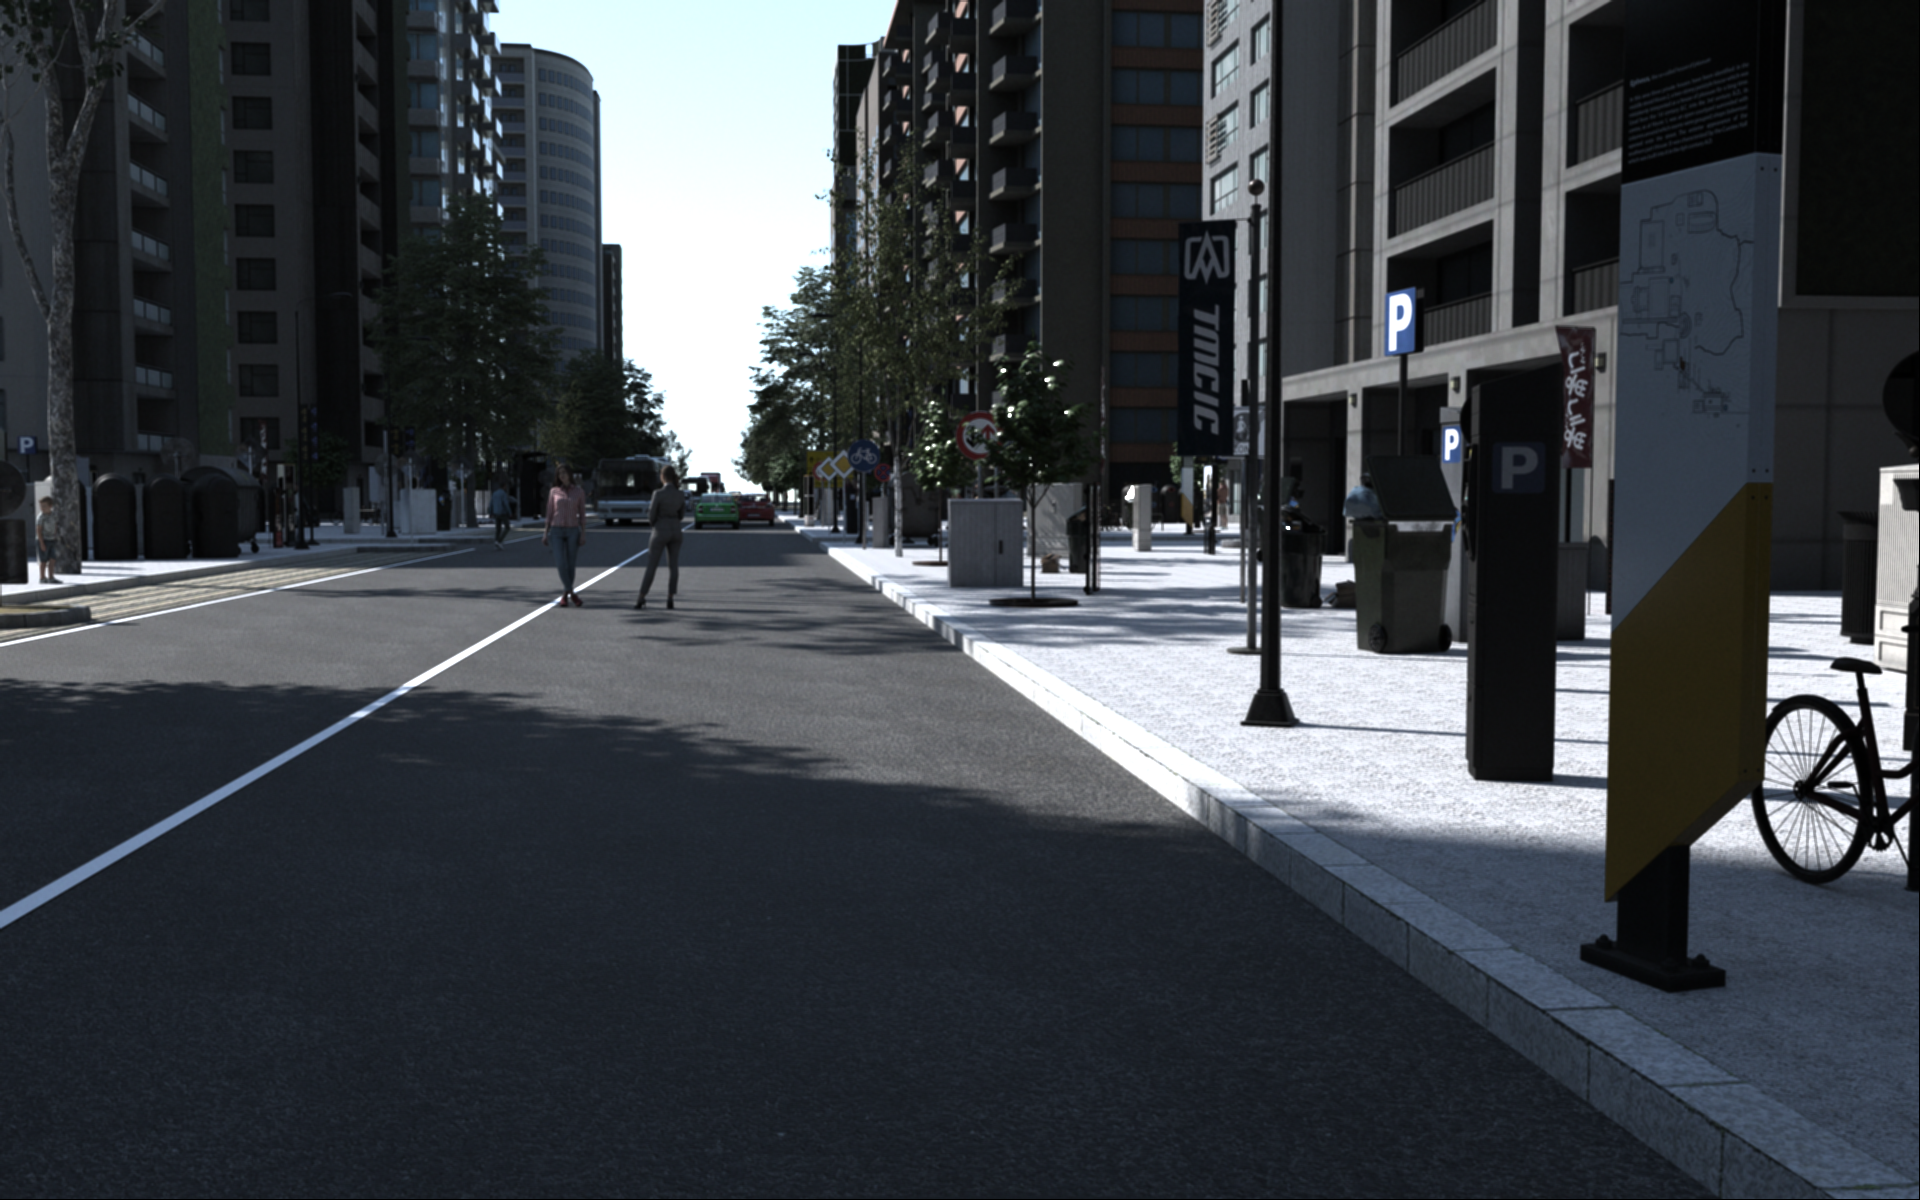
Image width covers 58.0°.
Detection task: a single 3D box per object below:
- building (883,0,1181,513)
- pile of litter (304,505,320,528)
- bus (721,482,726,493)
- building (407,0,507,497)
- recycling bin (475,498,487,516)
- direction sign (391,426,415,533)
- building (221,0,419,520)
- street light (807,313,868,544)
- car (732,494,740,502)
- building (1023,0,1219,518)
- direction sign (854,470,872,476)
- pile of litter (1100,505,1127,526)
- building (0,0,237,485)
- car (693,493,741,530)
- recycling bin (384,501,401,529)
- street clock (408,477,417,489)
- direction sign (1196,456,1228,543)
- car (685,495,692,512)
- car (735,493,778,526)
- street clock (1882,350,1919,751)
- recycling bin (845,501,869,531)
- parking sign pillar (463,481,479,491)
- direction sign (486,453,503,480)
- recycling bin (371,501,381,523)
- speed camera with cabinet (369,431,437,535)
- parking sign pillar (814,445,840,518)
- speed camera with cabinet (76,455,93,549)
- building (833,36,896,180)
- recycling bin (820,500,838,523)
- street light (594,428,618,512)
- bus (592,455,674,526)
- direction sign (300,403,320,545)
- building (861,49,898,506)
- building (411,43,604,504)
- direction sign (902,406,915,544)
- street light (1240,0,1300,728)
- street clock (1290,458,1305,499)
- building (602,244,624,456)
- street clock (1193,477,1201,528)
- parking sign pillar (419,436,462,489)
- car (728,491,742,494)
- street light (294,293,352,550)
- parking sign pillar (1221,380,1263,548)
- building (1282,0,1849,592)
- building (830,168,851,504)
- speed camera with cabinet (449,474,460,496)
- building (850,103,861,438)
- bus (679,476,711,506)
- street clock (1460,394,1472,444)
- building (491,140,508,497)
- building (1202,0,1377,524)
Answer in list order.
[{"bbox_3d":[4.742,-30.459,152.624,22.147,44.769,28.867,0,4,-7],"label":"building"},{"bbox_3d":[-25.400,-3.254,67.172,1.176,0.858,1.719,0,4,1],"label":"pile of litter"},{"bbox_3d":[-36.781,-16.305,261.450,2.948,3.499,13.247,0,4,-6],"label":"bus"},{"bbox_3d":[-48.889,-31.704,137.968,23.786,49.044,30.456,0,4,-7],"label":"building"},{"bbox_3d":[-28.585,-5.532,102.998,0.722,1.027,0.722,-3,5,-40],"label":"recycling bin"},{"bbox_3d":[-18.530,-4.013,57.615,0.876,3.537,0.379,0,4,8],"label":"direction sign"},{"bbox_3d":[-36.526,-19.394,88.791,14.160,30.474,14.107,0,4,-7],"label":"building"},{"bbox_3d":[-3.093,-4.408,44.617,1.470,5.913,1.316,0,4,-7],"label":"street light"},{"bbox_3d":[-22.120,-9.816,170.715,2.015,1.641,3.980,-1,4,-9],"label":"car"},{"bbox_3d":[9.504,-27.605,105.974,22.147,44.769,28.867,0,4,-7],"label":"building"},{"bbox_3d":[-4.213,-5.084,75.114,0.876,3.537,0.379,-2,4,-34],"label":"direction sign"},{"bbox_3d":[5.941,-3.383,69.281,1.719,0.858,1.176,3,5,41],"label":"pile of litter"},{"bbox_3d":[-37.384,-23.397,66.133,14.154,41.232,14.086,0,4,-7],"label":"building"},{"bbox_3d":[-9.991,-3.817,71.203,1.959,1.807,4.718,0,4,-8],"label":"car"},{"bbox_3d":[-20.524,-3.124,63.626,0.722,1.027,0.722,2,4,31],"label":"recycling bin"},{"bbox_3d":[-23.834,-4.338,75.492,0.358,2.002,0.471,0,4,3],"label":"street clock"},{"bbox_3d":[6.574,-3.257,45.255,0.876,3.537,0.379,2,4,28],"label":"direction sign"},{"bbox_3d":[-22.945,-7.955,142.062,2.014,1.417,4.499,0,4,-5],"label":"car"},{"bbox_3d":[-9.283,-4.226,78.132,2.155,1.783,4.494,0,4,-6],"label":"car"},{"bbox_3d":[4.839,-0.248,8.628,0.471,2.002,0.358,2,4,30],"label":"street clock"},{"bbox_3d":[-3.666,-2.980,61.275,0.722,1.027,0.722,1,4,18],"label":"recycling bin"},{"bbox_3d":[-34.882,-8.232,123.068,1.447,3.967,1.447,-1,4,-12],"label":"parking sign pillar"},{"bbox_3d":[-25.541,-6.304,95.061,0.876,3.537,0.379,-1,4,-12],"label":"direction sign"},{"bbox_3d":[-25.957,-3.976,77.557,0.722,1.027,0.722,-1,4,-22],"label":"recycling bin"},{"bbox_3d":[-17.599,-3.693,54.712,0.660,3.252,2.038,3,5,41],"label":"speed camera with cabinet"},{"bbox_3d":[-7.255,-6.452,93.970,1.447,3.967,1.447,2,4,32],"label":"parking sign pillar"},{"bbox_3d":[-20.723,-2.845,40.855,0.660,3.252,2.038,-3,5,-39],"label":"speed camera with cabinet"},{"bbox_3d":[-11.617,-51.253,276.236,20.563,71.187,20.611,0,4,-7],"label":"building"},{"bbox_3d":[-5.763,-3.901,76.335,0.722,1.027,0.722,0,4,2],"label":"recycling bin"},{"bbox_3d":[-24.974,-9.105,121.403,1.470,5.913,1.316,0,4,-7],"label":"street light"},{"bbox_3d":[-15.226,-5.320,81.835,2.948,3.499,13.247,0,4,-6],"label":"bus"},{"bbox_3d":[-16.286,-3.146,43.427,0.876,3.537,0.379,3,5,43],"label":"direction sign"},{"bbox_3d":[-1.792,-32.040,173.962,14.600,45.320,14.200,0,4,-7],"label":"building"},{"bbox_3d":[-58.872,-41.976,228.302,21.231,58.520,28.212,0,4,-7],"label":"building"},{"bbox_3d":[-1.357,-3.234,44.878,0.379,3.537,0.876,-1,4,-18],"label":"direction sign"},{"bbox_3d":[1.194,-2.256,9.434,1.470,5.913,1.316,0,4,-7],"label":"street light"},{"bbox_3d":[6.665,-1.823,34.381,0.358,2.002,0.471,1,4,12],"label":"street clock"},{"bbox_3d":[-60.870,-36.135,274.397,14.154,41.232,14.086,0,4,-7],"label":"building"},{"bbox_3d":[8.960,-3.715,65.316,0.471,2.002,0.358,2,4,25],"label":"street clock"},{"bbox_3d":[-24.082,-5.581,79.718,1.447,3.967,1.447,1,4,11],"label":"parking sign pillar"},{"bbox_3d":[-25.948,-11.670,199.479,2.281,1.827,5.304,0,4,-8],"label":"car"},{"bbox_3d":[-14.728,-4.130,40.063,1.470,5.913,1.316,0,4,-7],"label":"street light"},{"bbox_3d":[6.991,-3.239,41.431,1.447,3.967,1.447,1,4,15],"label":"parking sign pillar"},{"bbox_3d":[18.076,-35.960,26.195,20.563,71.187,20.611,0,4,-7],"label":"building"},{"bbox_3d":[-10.563,-35.952,237.926,14.600,45.320,14.200,0,4,-7],"label":"building"},{"bbox_3d":[-34.223,-7.450,116.150,0.660,3.252,2.038,1,4,16],"label":"speed camera with cabinet"},{"bbox_3d":[-3.849,-32.924,188.420,14.600,45.320,14.200,0,4,-7],"label":"building"},{"bbox_3d":[-26.395,-10.918,173.360,2.948,3.499,13.247,0,4,-6],"label":"bus"},{"bbox_3d":[3.538,-0.419,11.428,0.471,2.002,0.358,1,4,21],"label":"street clock"},{"bbox_3d":[-57.384,-28.962,165.413,32.217,40.220,23.993,0,4,-7],"label":"building"},{"bbox_3d":[18.522,-23.713,71.310,14.086,41.232,14.154,0,4,-7],"label":"building"}]
